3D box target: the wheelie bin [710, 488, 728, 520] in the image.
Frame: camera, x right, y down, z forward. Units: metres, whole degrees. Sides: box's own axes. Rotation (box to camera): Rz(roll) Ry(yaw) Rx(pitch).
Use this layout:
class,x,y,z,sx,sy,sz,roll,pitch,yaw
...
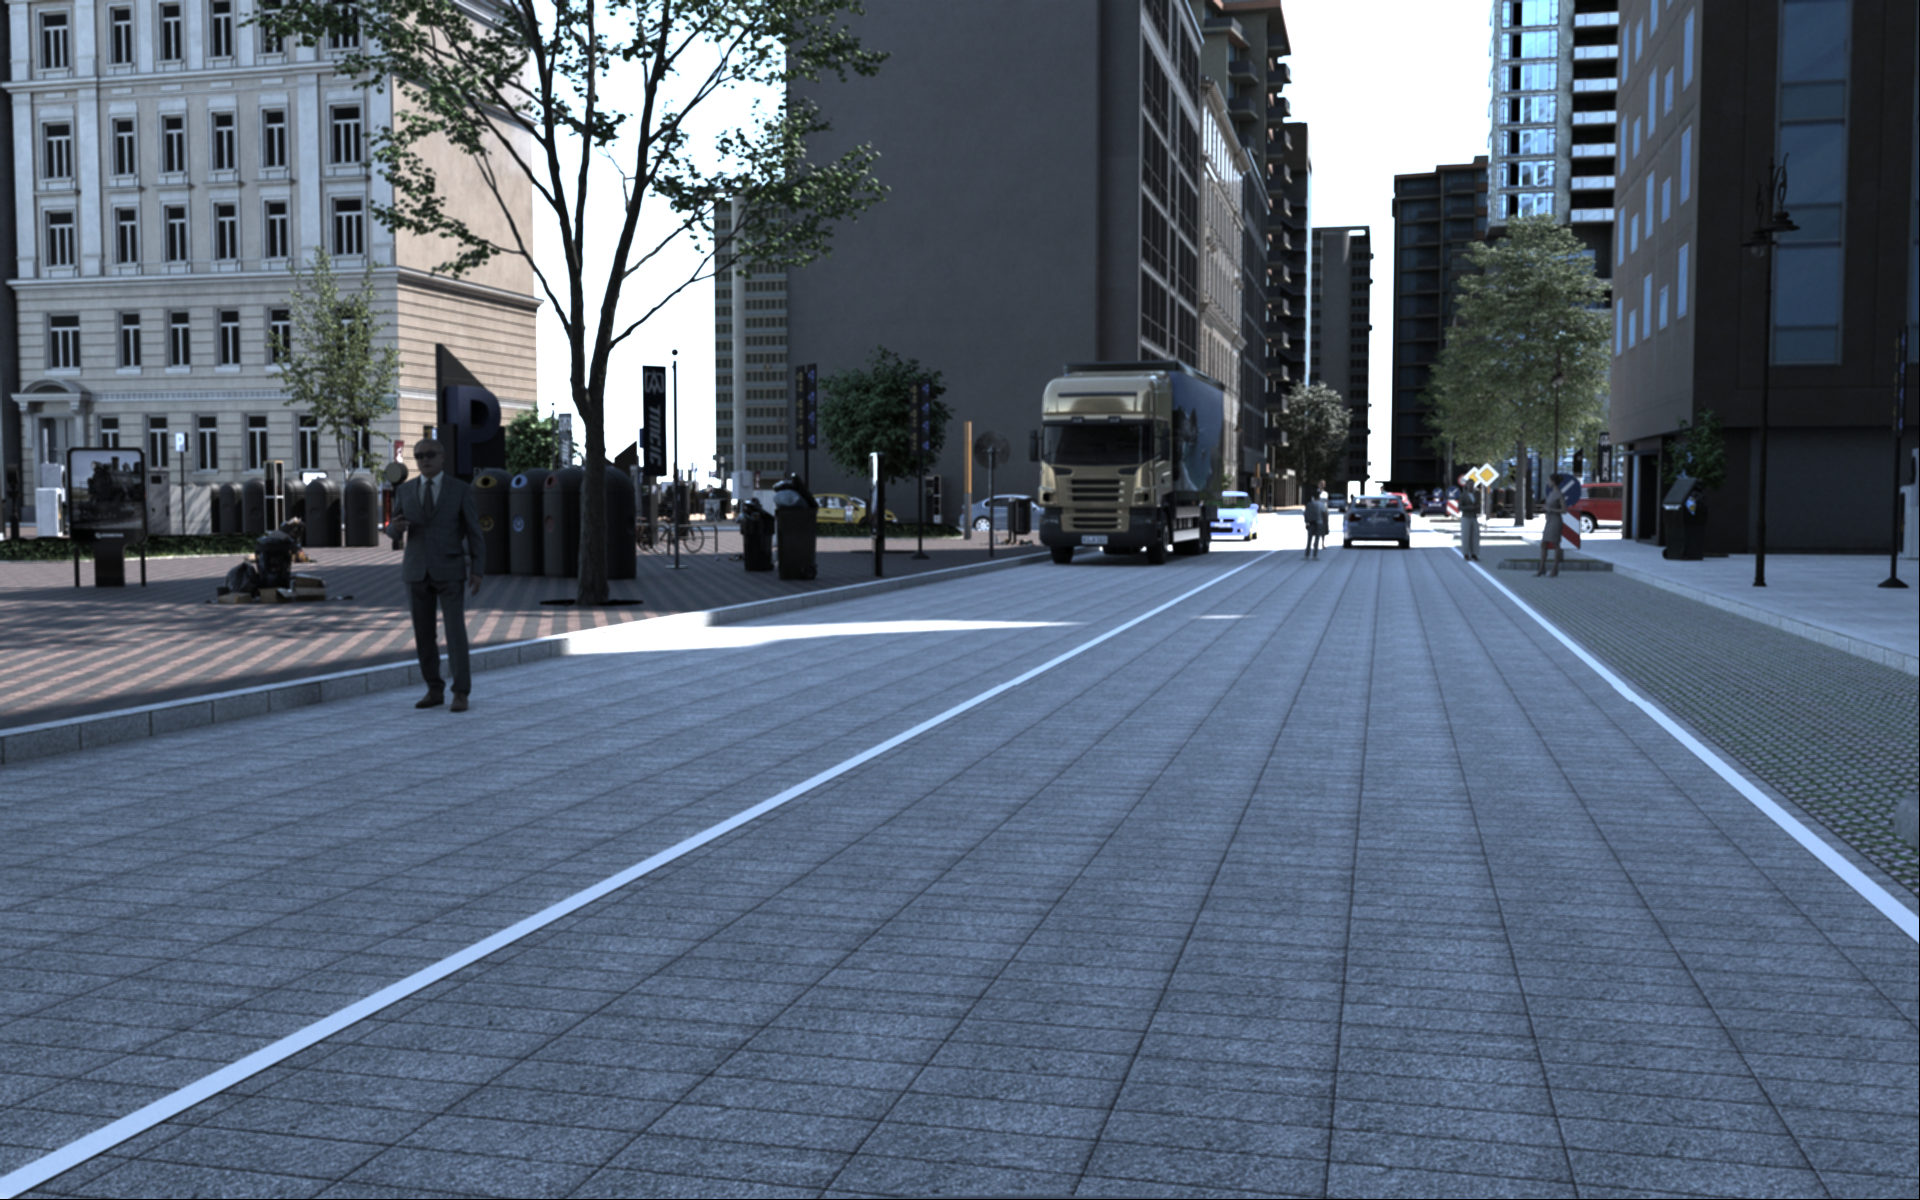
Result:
class,x,y,z,sx,sy,sz,roll,pitch,yaw
wheelie bin,-12.117,-4.819,86.690,0.693,1.594,0.980,3,4,38

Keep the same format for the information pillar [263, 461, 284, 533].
class,x,y,z,sx,sy,sz,roll,pitch,yaw
information pillar,-15.372,-2.100,38.825,0.304,2.012,0.304,1,4,13

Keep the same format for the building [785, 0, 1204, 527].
class,x,y,z,sx,sy,sz,roll,pitch,yaw
building,2.712,-17.460,78.981,14.314,27.812,24.014,1,4,14

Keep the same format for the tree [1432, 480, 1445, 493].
class,x,y,z,sx,sy,sz,roll,pitch,yaw
tree,58.041,-13.192,210.289,1.663,3.219,1.824,0,3,0

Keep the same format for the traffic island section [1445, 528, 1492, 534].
class,x,y,z,sx,sy,sz,roll,pitch,yaw
traffic island section,18.658,-2.481,62.845,2.009,0.180,2.903,1,4,14

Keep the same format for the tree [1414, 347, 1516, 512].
class,x,y,z,sx,sy,sz,roll,pitch,yaw
tree,36.038,-12.030,122.446,9.928,11.665,9.643,0,3,0

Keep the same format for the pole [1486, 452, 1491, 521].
class,x,y,z,sx,sy,sz,roll,pitch,yaw
pole,25.541,-5.499,83.751,0.158,3.312,0.155,0,3,0

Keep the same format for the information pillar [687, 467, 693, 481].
class,x,y,z,sx,sy,sz,roll,pitch,yaw
information pillar,-23.452,-9.723,150.329,0.504,3.616,0.183,1,4,15

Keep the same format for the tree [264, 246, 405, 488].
class,x,y,z,sx,sy,sz,roll,pitch,yaw
tree,-18.251,-6.166,51.184,4.737,8.622,4.395,0,3,0

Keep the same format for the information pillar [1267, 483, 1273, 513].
class,x,y,z,sx,sy,sz,roll,pitch,yaw
information pillar,21.499,-7.078,120.223,0.304,2.012,0.304,0,4,-7

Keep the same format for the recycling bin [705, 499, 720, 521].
class,x,y,z,sx,sy,sz,roll,pitch,yaw
recycling bin,-12.062,-4.395,84.405,0.722,1.027,0.722,-1,4,-10

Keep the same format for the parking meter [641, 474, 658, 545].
class,x,y,z,sx,sy,sz,roll,pitch,yaw
parking meter,-7.827,-2.323,43.691,0.255,1.863,0.399,2,4,24

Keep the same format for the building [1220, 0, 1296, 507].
class,x,y,z,sx,sy,sz,roll,pitch,yaw
building,24.410,-45.311,179.083,20.563,71.187,20.611,1,4,14

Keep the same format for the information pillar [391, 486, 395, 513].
class,x,y,z,sx,sy,sz,roll,pitch,yaw
information pillar,-19.177,-3.329,58.920,0.304,2.012,0.304,-1,4,-23

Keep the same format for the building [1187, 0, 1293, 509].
class,x,y,z,sx,sy,sz,roll,pitch,yaw
building,17.932,-30.603,154.981,22.147,44.769,28.867,1,4,14

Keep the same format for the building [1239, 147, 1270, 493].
class,x,y,z,sx,sy,sz,roll,pitch,yaw
building,14.589,-20.379,126.696,14.314,27.812,24.014,1,4,14

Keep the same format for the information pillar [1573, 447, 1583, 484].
class,x,y,z,sx,sy,sz,roll,pitch,yaw
information pillar,30.757,-5.803,86.227,0.504,3.616,0.183,3,5,39

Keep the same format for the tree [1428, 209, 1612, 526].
class,x,y,z,sx,sy,sz,roll,pitch,yaw
tree,22.901,-9.246,69.295,7.486,12.596,7.792,0,3,0

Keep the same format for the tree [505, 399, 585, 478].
class,x,y,z,sx,sy,sz,roll,pitch,yaw
tree,-14.628,-4.670,60.070,4.285,4.588,4.351,0,3,0

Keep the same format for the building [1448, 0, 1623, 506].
class,x,y,z,sx,sy,sz,roll,pitch,yaw
building,54.003,-50.982,146.220,22.319,86.520,31.000,1,4,14

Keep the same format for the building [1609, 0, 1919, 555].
class,x,y,z,sx,sy,sz,roll,pitch,yaw
building,23.894,-23.888,40.678,14.600,45.320,14.200,1,4,14

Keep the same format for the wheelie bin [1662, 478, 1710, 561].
class,x,y,z,sx,sy,sz,roll,pitch,yaw
wheelie bin,14.119,-1.578,33.707,0.693,1.594,0.980,-1,4,-12

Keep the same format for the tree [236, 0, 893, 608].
class,x,y,z,sx,sy,sz,roll,pitch,yaw
tree,-4.213,-5.742,19.637,9.928,11.665,9.643,0,3,0

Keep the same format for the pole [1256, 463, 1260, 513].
class,x,y,z,sx,sy,sz,roll,pitch,yaw
pole,19.737,-7.397,114.785,0.158,3.312,0.155,0,3,0

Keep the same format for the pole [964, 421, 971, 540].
class,x,y,z,sx,sy,sz,roll,pitch,yaw
pole,0.219,-3.357,48.738,0.158,3.312,0.155,0,3,0

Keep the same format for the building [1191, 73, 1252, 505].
class,x,y,z,sx,sy,sz,roll,pitch,yaw
building,9.943,-18.667,102.463,12.463,27.353,25.104,1,4,14

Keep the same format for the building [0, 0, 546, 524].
class,x,y,z,sx,sy,sz,roll,pitch,yaw
building,-31.888,-18.099,81.824,20.117,28.700,13.634,1,4,14

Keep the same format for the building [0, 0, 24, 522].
class,x,y,z,sx,sy,sz,roll,pitch,yaw
building,-51.514,-16.389,85.984,19.932,24.808,12.078,1,4,14

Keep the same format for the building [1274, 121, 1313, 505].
class,x,y,z,sx,sy,sz,roll,pitch,yaw
building,34.169,-33.994,205.907,14.200,45.320,14.600,1,4,14

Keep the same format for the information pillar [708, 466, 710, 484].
class,x,y,z,sx,sy,sz,roll,pitch,yaw
information pillar,-20.626,-9.231,142.282,0.183,3.616,0.504,0,4,-2

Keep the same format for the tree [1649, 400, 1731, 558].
class,x,y,z,sx,sy,sz,roll,pitch,yaw
tree,15.289,-2.499,35.467,1.663,3.219,1.824,0,3,0

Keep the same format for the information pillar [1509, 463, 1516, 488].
class,x,y,z,sx,sy,sz,roll,pitch,yaw
information pillar,41.418,-8.473,129.891,0.504,3.616,0.183,3,5,42

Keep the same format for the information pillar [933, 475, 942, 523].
class,x,y,z,sx,sy,sz,roll,pitch,yaw
information pillar,-0.874,-3.880,67.932,0.304,2.012,0.304,1,4,15

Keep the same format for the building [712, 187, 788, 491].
class,x,y,z,sx,sy,sz,roll,pitch,yaw
building,-15.024,-31.610,208.703,23.993,40.220,32.217,1,4,14

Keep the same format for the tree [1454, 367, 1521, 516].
class,x,y,z,sx,sy,sz,roll,pitch,yaw
tree,30.138,-9.101,99.158,4.360,8.622,3.978,0,3,0

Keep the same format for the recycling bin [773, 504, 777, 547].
class,x,y,z,sx,sy,sz,roll,pitch,yaw
recycling bin,-4.131,-1.819,42.300,0.722,1.027,0.722,1,4,10

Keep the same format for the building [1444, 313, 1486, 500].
class,x,y,z,sx,sy,sz,roll,pitch,yaw
building,64.229,-20.271,176.477,27.650,21.520,28.899,1,4,14

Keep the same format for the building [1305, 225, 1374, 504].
class,x,y,z,sx,sy,sz,roll,pitch,yaw
building,44.128,-33.336,236.920,23.993,40.220,32.217,1,4,14

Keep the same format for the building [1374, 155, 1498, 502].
class,x,y,z,sx,sy,sz,roll,pitch,yaw
building,69.193,-34.941,225.911,28.867,44.769,22.147,1,4,14

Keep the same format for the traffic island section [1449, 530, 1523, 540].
class,x,y,z,sx,sy,sz,roll,pitch,yaw
traffic island section,16.743,-2.007,55.092,2.009,0.180,2.903,1,4,14

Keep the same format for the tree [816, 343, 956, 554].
class,x,y,z,sx,sy,sz,roll,pitch,yaw
tree,-1.650,-3.319,37.982,4.285,4.588,4.351,0,3,0

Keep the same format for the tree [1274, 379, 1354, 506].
class,x,y,z,sx,sy,sz,roll,pitch,yaw
tree,38.912,-17.509,192.921,9.857,13.997,8.962,0,3,0

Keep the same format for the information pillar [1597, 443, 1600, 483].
class,x,y,z,sx,sy,sz,roll,pitch,yaw
information pillar,29.471,-5.403,79.689,0.504,3.616,0.183,-3,5,-40

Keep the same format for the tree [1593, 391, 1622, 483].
class,x,y,z,sx,sy,sz,roll,pitch,yaw
tree,42.264,-10.077,115.117,4.737,8.622,4.395,0,3,0

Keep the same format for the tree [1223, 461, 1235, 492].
class,x,y,z,sx,sy,sz,roll,pitch,yaw
tree,13.038,-5.665,87.228,1.663,3.219,1.824,0,3,0

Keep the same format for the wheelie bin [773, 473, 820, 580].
class,x,y,z,sx,sy,sz,roll,pitch,yaw
wheelie bin,-2.477,-1.112,26.093,0.693,1.594,0.980,-1,4,-9

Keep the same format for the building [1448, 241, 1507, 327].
class,x,y,z,sx,sy,sz,roll,pitch,yaw
building,63.056,-26.110,198.597,14.160,30.474,14.107,1,4,14

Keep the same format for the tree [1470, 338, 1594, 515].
class,x,y,z,sx,sy,sz,roll,pitch,yaw
tree,25.440,-7.855,78.797,4.737,8.622,4.395,0,3,0
